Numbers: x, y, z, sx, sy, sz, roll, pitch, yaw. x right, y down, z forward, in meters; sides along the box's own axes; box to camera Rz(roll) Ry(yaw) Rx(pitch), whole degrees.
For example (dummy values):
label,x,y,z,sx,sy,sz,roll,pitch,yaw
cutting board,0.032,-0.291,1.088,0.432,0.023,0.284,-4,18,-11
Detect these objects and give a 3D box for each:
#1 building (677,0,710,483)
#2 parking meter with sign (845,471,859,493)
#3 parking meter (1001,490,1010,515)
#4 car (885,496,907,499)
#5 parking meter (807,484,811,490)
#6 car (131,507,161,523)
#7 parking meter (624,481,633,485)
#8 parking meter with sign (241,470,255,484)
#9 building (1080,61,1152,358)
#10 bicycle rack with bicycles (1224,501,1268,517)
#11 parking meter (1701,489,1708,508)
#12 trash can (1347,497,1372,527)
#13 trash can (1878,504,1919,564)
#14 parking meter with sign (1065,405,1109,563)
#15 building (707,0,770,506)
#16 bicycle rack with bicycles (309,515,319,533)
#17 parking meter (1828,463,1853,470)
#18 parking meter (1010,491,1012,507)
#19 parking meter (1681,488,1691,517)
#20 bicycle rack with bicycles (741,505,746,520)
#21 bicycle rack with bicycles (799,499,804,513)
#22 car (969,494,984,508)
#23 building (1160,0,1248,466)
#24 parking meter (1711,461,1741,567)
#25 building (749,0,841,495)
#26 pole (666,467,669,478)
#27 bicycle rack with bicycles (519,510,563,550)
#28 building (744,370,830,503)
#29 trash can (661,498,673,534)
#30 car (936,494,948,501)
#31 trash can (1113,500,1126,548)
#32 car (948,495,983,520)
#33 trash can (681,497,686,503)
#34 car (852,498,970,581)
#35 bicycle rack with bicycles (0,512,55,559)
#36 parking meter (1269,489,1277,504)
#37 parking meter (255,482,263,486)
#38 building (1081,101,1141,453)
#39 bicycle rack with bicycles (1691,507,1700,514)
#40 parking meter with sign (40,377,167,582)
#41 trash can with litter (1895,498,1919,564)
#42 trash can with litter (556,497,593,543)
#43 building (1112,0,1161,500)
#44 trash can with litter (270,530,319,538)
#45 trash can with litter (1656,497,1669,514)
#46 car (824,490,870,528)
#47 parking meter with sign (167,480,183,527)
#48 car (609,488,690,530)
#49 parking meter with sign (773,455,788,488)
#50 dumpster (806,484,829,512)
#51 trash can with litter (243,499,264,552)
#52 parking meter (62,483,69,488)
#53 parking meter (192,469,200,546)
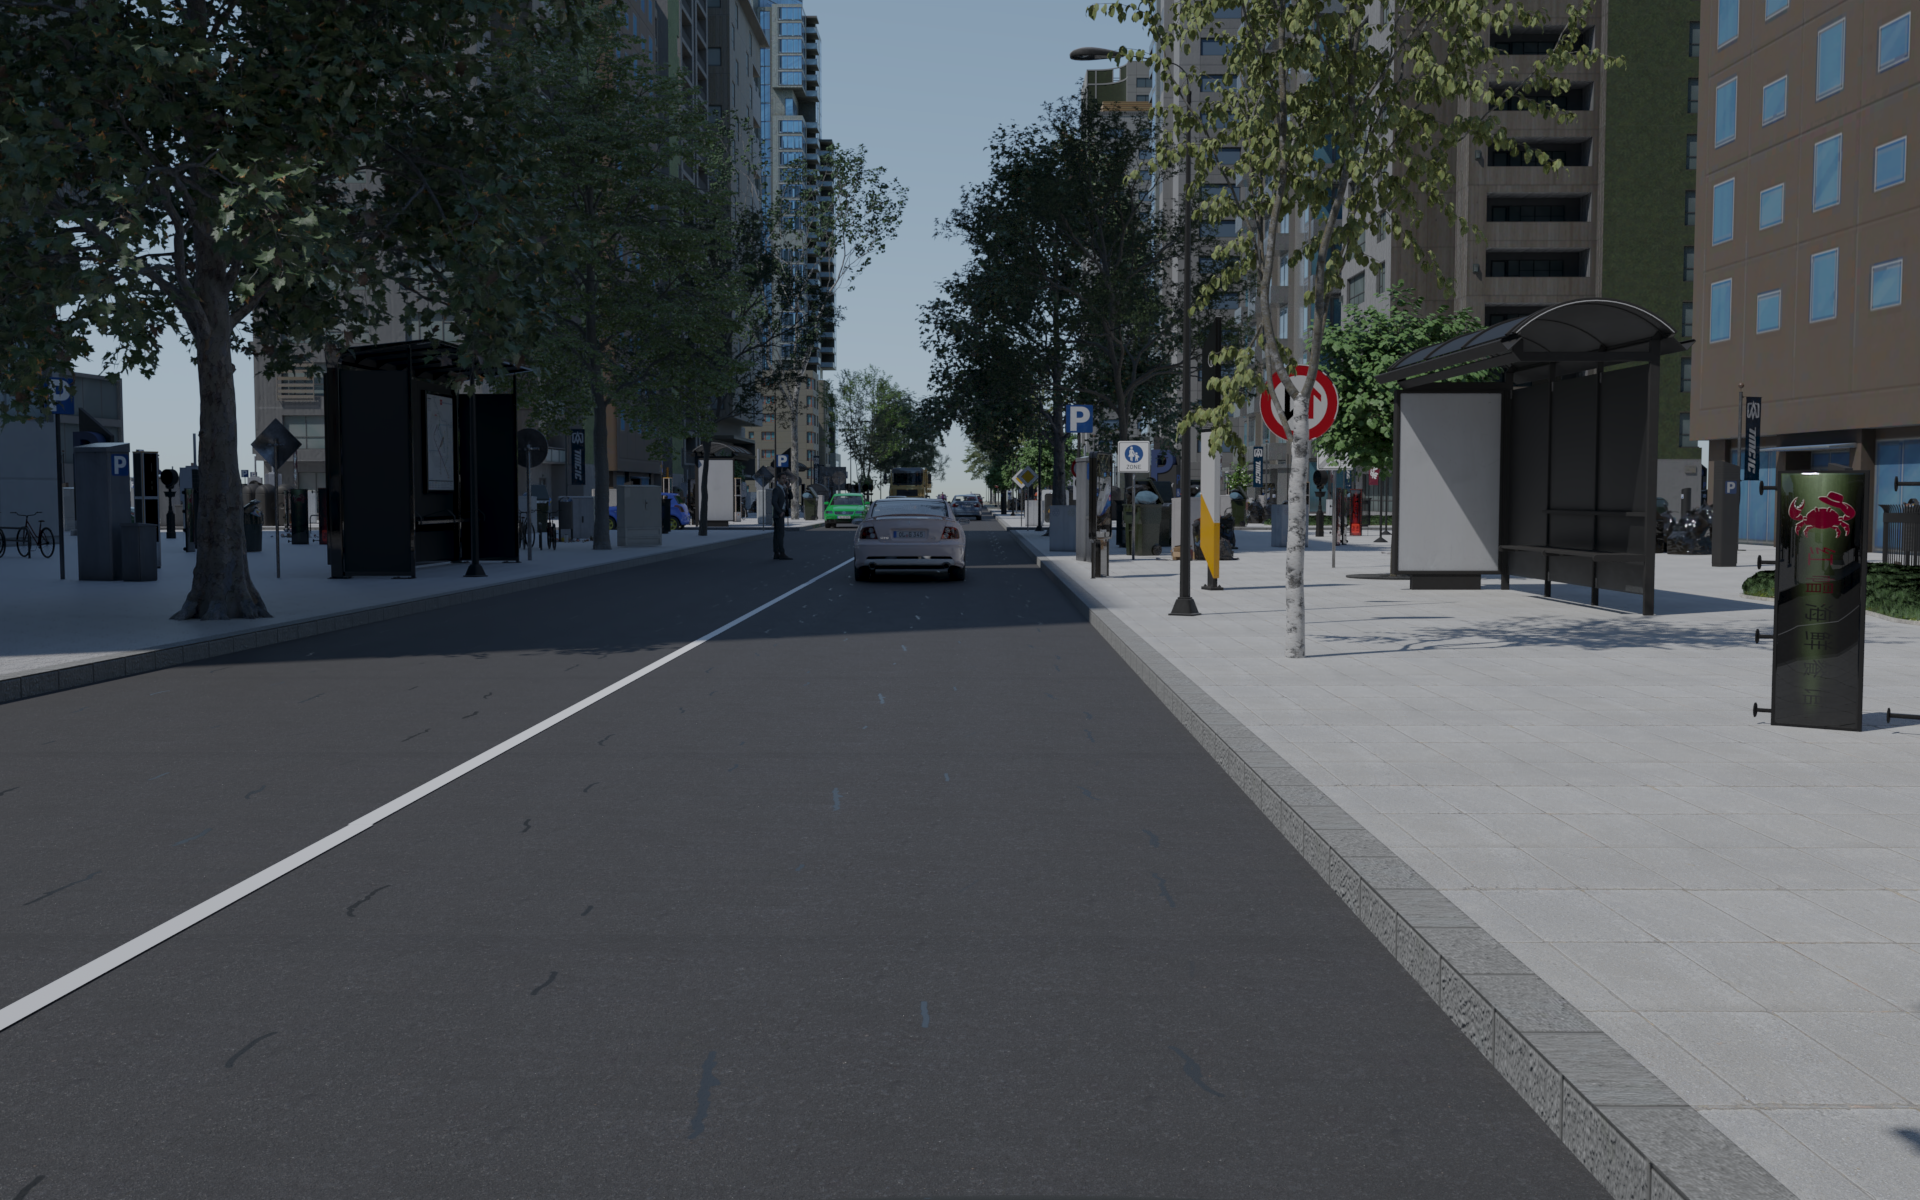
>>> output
label,x,y,z,sx,sy,sz,roll,pitch,yaw
building,-30.919,-43.716,153.001,20.563,71.187,20.611,0,4,0
parking meter with sign,-8.118,-8.364,133.015,1.738,3.016,0.543,2,4,32
parking meter,2.747,-6.115,108.394,0.372,1.533,0.369,0,3,0
car,-3.626,-5.238,98.215,1.945,1.354,3.894,0,4,0
parking meter,-8.681,-5.812,100.745,0.399,1.863,0.255,3,4,38
car,-32.001,-3.176,63.723,4.920,1.459,2.131,0,4,-1
parking meter,-15.045,-4.455,78.555,0.399,1.863,0.255,0,4,3
parking meter with sign,-56.086,-8.594,136.764,0.543,3.016,1.738,-3,5,-45
building,28.828,-52.162,291.104,20.563,71.187,20.611,0,4,0
bicycle rack with bicycles,14.135,-4.356,84.608,2.925,0.926,2.852,3,5,40
parking meter,38.865,-5.022,90.519,0.372,1.533,0.369,0,3,0
trash can,15.735,-3.427,67.684,0.748,1.137,0.748,0,3,0
trash can,13.092,-0.751,23.940,0.748,1.137,0.748,0,3,0
parking meter with sign,2.477,-2.253,33.101,0.543,3.016,1.738,-1,4,-11
building,-35.082,-36.007,177.951,28.713,52.752,27.495,0,4,0
bicycle rack with bicycles,-19.874,-2.637,56.503,2.925,0.926,2.852,3,4,38
parking meter,16.536,-1.642,32.557,0.255,1.863,0.399,-2,4,-30
parking meter,3.951,-7.927,138.009,0.372,1.533,0.369,0,3,0
parking meter,29.150,-3.739,69.544,0.372,1.533,0.369,0,3,0
bicycle rack with bicycles,-10.027,-4.335,84.267,2.852,0.926,2.925,0,4,5
bicycle rack with bicycles,-11.198,-7.781,140.599,2.852,0.926,2.925,2,4,26
car,1.560,-10.780,185.288,2.155,1.783,4.494,0,4,0
building,28.876,-37.722,158.755,21.231,58.520,28.212,0,4,0
parking meter,13.490,-1.516,30.493,0.399,1.863,0.255,-1,4,-12
building,-30.508,-59.447,284.636,22.319,86.520,31.000,0,4,0
pole,-22.361,-8.472,132.353,0.158,3.312,0.155,0,3,0
bicycle rack with bicycles,-10.539,-1.646,40.300,2.852,0.926,2.925,-1,4,-13
building,-34.230,-25.173,256.620,27.650,21.520,28.899,0,4,0
trash can,-9.671,-2.717,56.079,0.748,1.137,0.748,0,3,0
car,-3.151,-17.885,301.456,2.155,1.783,4.494,0,4,-1
trash can,4.045,-1.827,41.522,0.748,1.137,0.748,0,3,0
car,0.293,-5.112,95.580,2.014,1.417,4.499,0,4,-1
trash can,-13.590,-4.407,83.715,0.748,1.137,0.748,0,3,0
car,-0.854,-1.080,30.015,2.083,1.381,4.827,0,4,-1
bicycle rack with bicycles,-19.787,-1.297,34.586,2.925,0.926,2.852,3,5,43
parking meter,16.346,-5.017,90.440,0.372,1.533,0.369,0,3,0
parking meter,-34.327,-4.844,84.917,0.255,1.863,0.399,2,4,27
building,29.187,-44.315,266.556,21.231,58.520,28.212,0,4,0
bicycle rack with bicycles,31.556,-3.495,70.518,2.852,0.926,2.925,-1,4,-21
parking meter with sign,-12.705,-1.798,25.653,1.738,3.016,0.543,1,4,20
trash can with litter,15.892,-1.090,28.883,1.678,1.210,2.233,1,4,15
trash can with litter,-10.305,-2.183,46.754,1.678,1.210,2.233,2,4,27
building,29.151,-53.533,187.928,22.319,86.520,31.000,0,4,0
trash can with litter,-19.685,-2.484,51.672,1.678,1.210,2.233,-1,4,-21
trash can with litter,23.901,-2.904,58.871,0.624,1.170,1.055,0,4,4
car,-4.781,-3.997,74.150,1.959,1.807,4.718,0,4,1
parking meter with sign,-31.163,-4.368,67.685,1.738,3.016,0.543,0,4,-3
car,-12.107,-3.424,65.579,3.694,1.707,1.945,0,4,-1
parking meter with sign,-8.079,-4.960,77.361,0.543,3.016,1.738,-1,4,-16
dumpster,-7.982,-5.562,96.692,1.264,1.857,1.865,0,4,0
trash can with litter,-15.923,-1.641,38.212,1.055,1.170,0.624,-1,4,-10
parking meter,-45.657,-5.050,88.285,0.399,1.863,0.255,0,4,2
parking meter,-17.798,-2.141,40.716,0.255,1.863,0.399,3,4,38
